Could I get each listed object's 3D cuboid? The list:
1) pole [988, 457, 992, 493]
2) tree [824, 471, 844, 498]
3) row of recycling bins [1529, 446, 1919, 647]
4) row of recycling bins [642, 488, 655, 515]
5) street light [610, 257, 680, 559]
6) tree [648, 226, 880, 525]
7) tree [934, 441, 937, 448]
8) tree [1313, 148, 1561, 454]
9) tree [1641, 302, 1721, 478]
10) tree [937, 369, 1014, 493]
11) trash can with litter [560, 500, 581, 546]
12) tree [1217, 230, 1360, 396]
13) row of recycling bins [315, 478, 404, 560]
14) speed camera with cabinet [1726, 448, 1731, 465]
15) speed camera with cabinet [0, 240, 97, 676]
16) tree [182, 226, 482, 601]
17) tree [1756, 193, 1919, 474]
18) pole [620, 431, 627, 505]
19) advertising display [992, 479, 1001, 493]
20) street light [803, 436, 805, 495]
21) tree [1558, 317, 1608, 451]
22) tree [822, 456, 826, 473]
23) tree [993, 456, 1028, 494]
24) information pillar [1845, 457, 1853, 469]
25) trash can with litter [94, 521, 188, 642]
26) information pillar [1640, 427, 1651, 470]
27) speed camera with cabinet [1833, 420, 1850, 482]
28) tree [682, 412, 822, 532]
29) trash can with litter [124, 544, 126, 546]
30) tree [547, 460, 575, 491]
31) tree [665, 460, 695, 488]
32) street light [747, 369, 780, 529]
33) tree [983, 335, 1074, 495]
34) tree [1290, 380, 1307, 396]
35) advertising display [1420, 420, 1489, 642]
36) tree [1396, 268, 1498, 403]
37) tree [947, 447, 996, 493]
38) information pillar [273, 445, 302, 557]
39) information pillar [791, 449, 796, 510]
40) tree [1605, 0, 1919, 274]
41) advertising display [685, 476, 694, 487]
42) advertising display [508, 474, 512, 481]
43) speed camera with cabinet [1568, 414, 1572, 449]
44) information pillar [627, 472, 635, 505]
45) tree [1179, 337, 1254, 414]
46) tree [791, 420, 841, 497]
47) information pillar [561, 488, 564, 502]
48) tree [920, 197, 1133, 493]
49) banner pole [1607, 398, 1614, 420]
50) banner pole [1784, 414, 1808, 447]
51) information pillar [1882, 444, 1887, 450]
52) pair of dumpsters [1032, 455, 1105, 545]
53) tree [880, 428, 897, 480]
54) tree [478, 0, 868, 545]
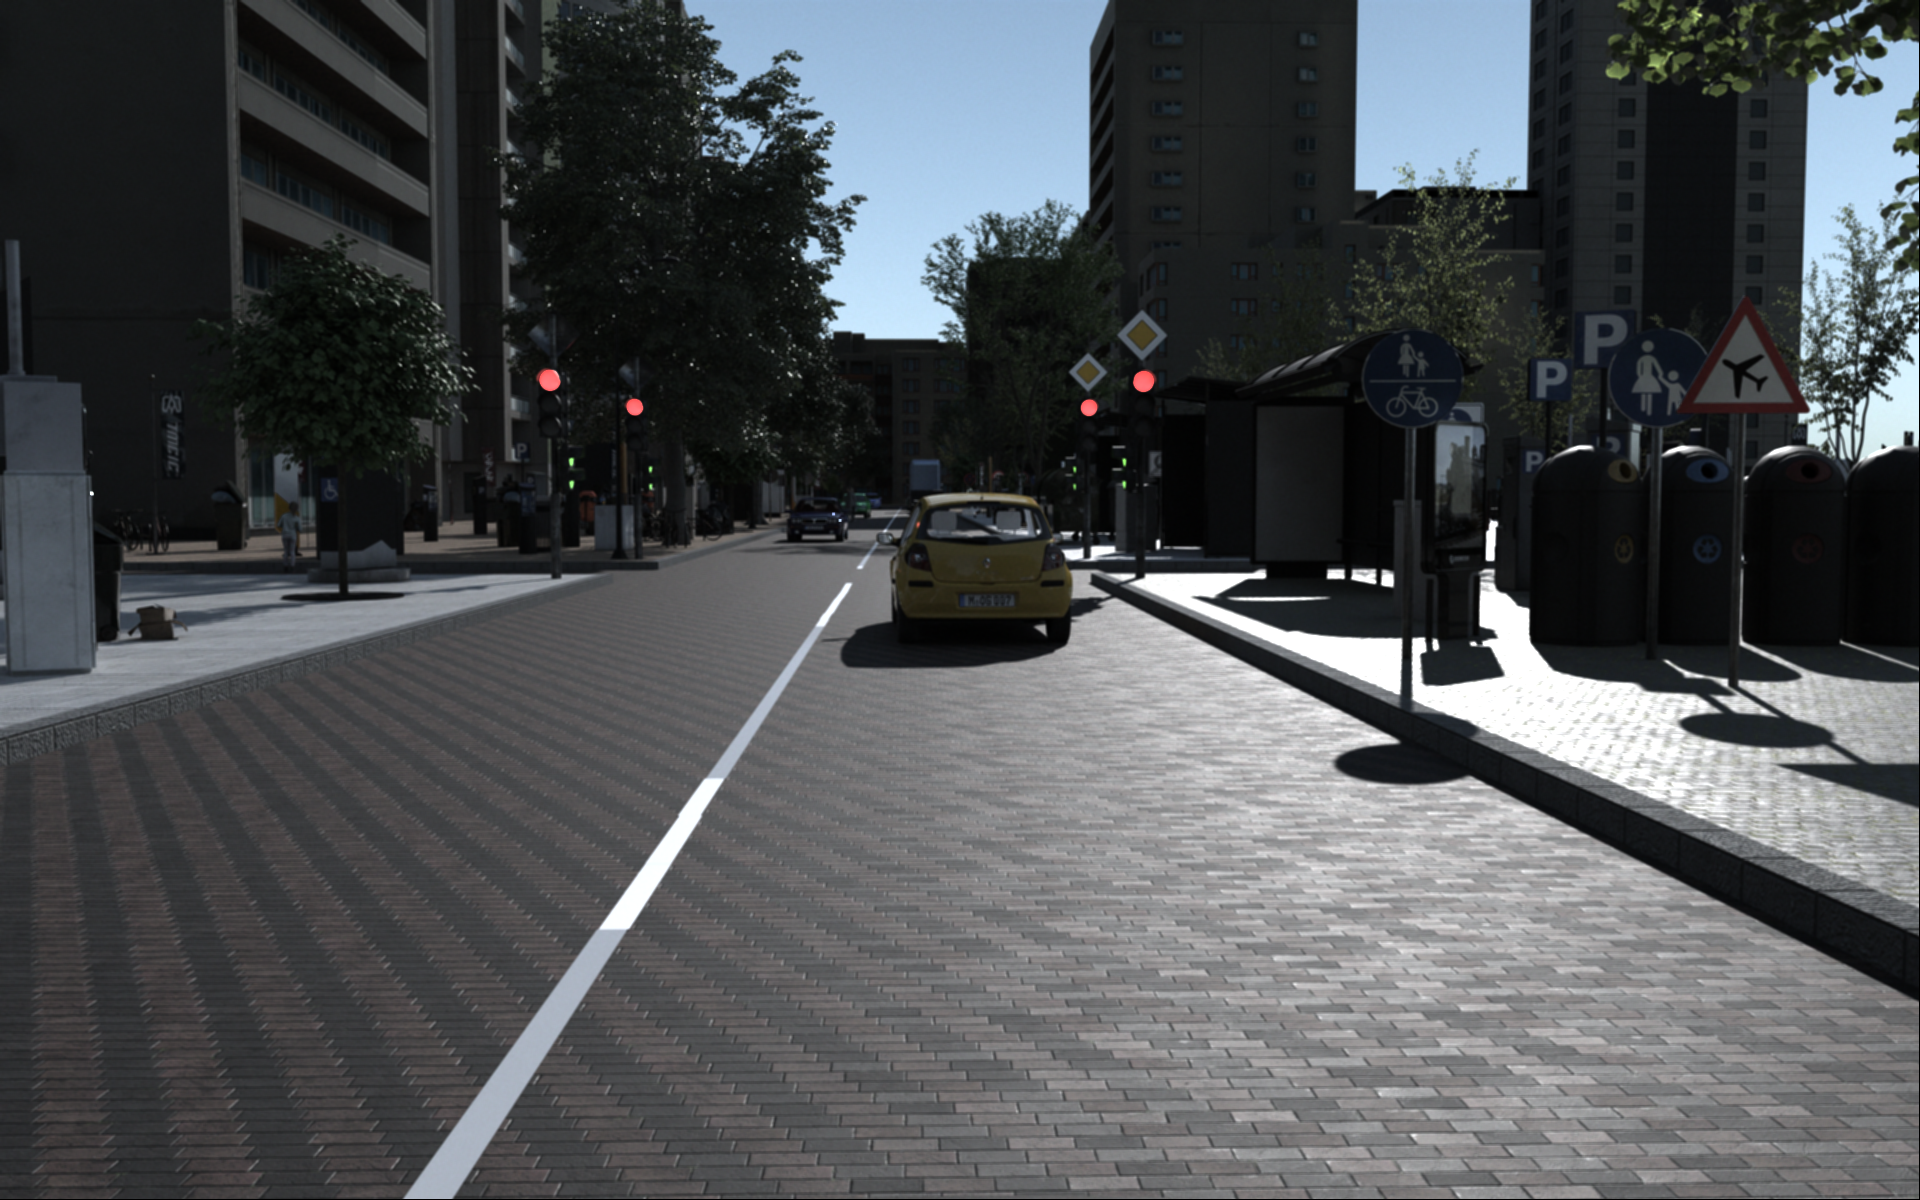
[{"bbox_3d":[1.633,-6.153,94.443,0.158,3.312,0.155,0,3,0],"label":"pole"},{"bbox_3d":[-11.406,-9.735,153.774,1.663,3.219,1.824,0,3,0],"label":"tree"},{"bbox_3d":[6.717,-0.478,14.934,3.534,1.692,1.069,0,4,1],"label":"row of recycling bins"},{"bbox_3d":[-19.317,-6.041,105.891,1.069,1.692,3.534,0,4,6],"label":"row of recycling bins"},{"bbox_3d":[-6.192,-3.763,34.061,1.470,5.913,1.316,0,4,-2],"label":"street light"},{"bbox_3d":[-8.612,-9.475,71.924,9.611,12.733,9.660,0,3,0],"label":"tree"},{"bbox_3d":[0.023,-12.689,157.830,4.360,8.622,3.978,0,3,0],"label":"tree"},{"bbox_3d":[10.184,-5.337,37.622,4.360,8.622,3.978,0,3,0],"label":"tree"},{"bbox_3d":[28.105,-7.166,67.534,4.360,8.622,3.978,0,3,0],"label":"tree"},{"bbox_3d":[1.625,-9.268,101.900,4.360,8.622,3.978,0,3,0],"label":"tree"},{"bbox_3d":[-9.789,-1.934,43.000,0.624,1.170,1.055,-2,4,-27],"label":"trash can with litter"},{"bbox_3d":[9.360,-6.036,49.051,4.737,8.622,4.395,0,3,0],"label":"tree"},{"bbox_3d":[-12.173,-1.711,35.090,1.069,1.692,3.534,0,4,-1],"label":"row of recycling bins"},{"bbox_3d":[35.548,-5.233,79.895,0.660,3.252,2.038,3,5,44],"label":"speed camera with cabinet"},{"bbox_3d":[-6.907,-1.147,13.084,0.660,3.252,2.038,-2,4,-28],"label":"speed camera with cabinet"},{"bbox_3d":[-7.556,-2.300,21.320,4.285,4.588,4.351,0,3,0],"label":"tree"},{"bbox_3d":[22.007,-5.658,42.868,4.360,8.622,3.978,0,3,0],"label":"tree"},{"bbox_3d":[-10.810,-3.782,55.675,0.158,3.312,0.155,0,3,0],"label":"pole"},{"bbox_3d":[1.549,-4.153,73.119,0.123,1.923,0.974,-1,4,-15],"label":"advertising display"},{"bbox_3d":[-7.913,-7.407,93.647,1.470,5.913,1.316,0,4,-2],"label":"street light"},{"bbox_3d":[22.601,-7.131,66.952,4.360,8.622,3.978,0,3,0],"label":"tree"},{"bbox_3d":[-9.525,-7.249,102.229,4.285,4.588,4.351,0,3,0],"label":"tree"},{"bbox_3d":[2.738,-5.778,89.068,1.663,3.219,1.824,0,3,0],"label":"tree"},{"bbox_3d":[54.098,-6.977,105.433,0.504,3.616,0.183,3,4,37],"label":"information pillar"},{"bbox_3d":[-7.407,-0.238,15.283,1.055,1.170,0.624,-1,4,-23],"label":"trash can with litter"},{"bbox_3d":[14.246,-2.713,35.720,0.183,3.616,0.504,1,4,9],"label":"information pillar"},{"bbox_3d":[23.857,-3.177,46.278,2.038,3.252,0.660,-1,4,-16],"label":"speed camera with cabinet"},{"bbox_3d":[-7.773,-4.579,58.583,4.285,4.588,4.351,0,3,0],"label":"tree"},{"bbox_3d":[-21.646,-1.942,42.806,2.233,1.210,1.678,2,4,23],"label":"trash can with litter"},{"bbox_3d":[-18.369,-5.203,79.669,1.663,3.219,1.824,0,3,0],"label":"tree"},{"bbox_3d":[-13.860,-5.554,85.412,1.663,3.219,1.824,0,3,0],"label":"tree"},{"bbox_3d":[-7.164,-5.600,64.097,1.470,5.913,1.316,0,4,-2],"label":"street light"},{"bbox_3d":[2.881,-7.870,79.035,4.737,8.622,4.395,0,3,0],"label":"tree"},{"bbox_3d":[19.342,-9.195,100.705,4.360,8.622,3.978,0,3,0],"label":"tree"},{"bbox_3d":[4.375,-0.618,15.321,0.123,1.923,0.974,3,5,44],"label":"advertising display"},{"bbox_3d":[15.171,-6.444,55.715,4.737,8.622,4.395,0,3,0],"label":"tree"},{"bbox_3d":[0.829,-8.136,116.737,4.285,4.588,4.351,0,3,0],"label":"tree"},{"bbox_3d":[-13.817,-2.702,35.528,0.504,3.616,0.183,-3,5,-44],"label":"information pillar"},{"bbox_3d":[-7.916,-5.569,82.399,0.183,3.616,0.504,-1,4,-21],"label":"information pillar"},{"bbox_3d":[4.497,-5.338,5.407,7.486,12.596,7.792,0,3,0],"label":"tree"},{"bbox_3d":[-10.055,-3.496,62.376,0.974,1.923,0.123,-2,4,-31],"label":"advertising display"},{"bbox_3d":[-14.359,-3.066,55.340,0.123,1.923,0.974,-1,4,-15],"label":"advertising display"},{"bbox_3d":[14.967,-2.921,42.099,0.660,3.252,2.038,1,4,22],"label":"speed camera with cabinet"},{"bbox_3d":[-10.746,-3.216,57.073,0.304,2.012,0.304,-2,4,-34],"label":"information pillar"},{"bbox_3d":[12.311,-7.960,80.502,4.360,8.622,3.978,0,3,0],"label":"tree"},{"bbox_3d":[-10.304,-10.563,123.072,4.737,8.622,4.395,0,3,0],"label":"tree"},{"bbox_3d":[-16.765,-4.232,73.691,0.304,2.012,0.304,1,4,14],"label":"information pillar"},{"bbox_3d":[2.679,-8.351,62.294,9.928,11.665,9.643,0,3,0],"label":"tree"},{"bbox_3d":[16.685,-3.334,44.529,0.401,3.779,0.863,2,4,31],"label":"banner pole"},{"bbox_3d":[26.044,-3.923,54.163,0.863,3.779,0.401,1,4,10],"label":"banner pole"},{"bbox_3d":[43.124,-5.463,80.670,0.183,3.616,0.504,-2,4,-34],"label":"information pillar"},{"bbox_3d":[2.821,-2.616,45.263,1.574,2.255,4.437,0,4,-2],"label":"pair of dumpsters"},{"bbox_3d":[-11.080,-15.587,171.848,9.611,12.733,9.660,0,3,0],"label":"tree"},{"bbox_3d":[-7.165,-8.352,43.210,9.857,13.997,8.962,0,3,0],"label":"tree"}]
